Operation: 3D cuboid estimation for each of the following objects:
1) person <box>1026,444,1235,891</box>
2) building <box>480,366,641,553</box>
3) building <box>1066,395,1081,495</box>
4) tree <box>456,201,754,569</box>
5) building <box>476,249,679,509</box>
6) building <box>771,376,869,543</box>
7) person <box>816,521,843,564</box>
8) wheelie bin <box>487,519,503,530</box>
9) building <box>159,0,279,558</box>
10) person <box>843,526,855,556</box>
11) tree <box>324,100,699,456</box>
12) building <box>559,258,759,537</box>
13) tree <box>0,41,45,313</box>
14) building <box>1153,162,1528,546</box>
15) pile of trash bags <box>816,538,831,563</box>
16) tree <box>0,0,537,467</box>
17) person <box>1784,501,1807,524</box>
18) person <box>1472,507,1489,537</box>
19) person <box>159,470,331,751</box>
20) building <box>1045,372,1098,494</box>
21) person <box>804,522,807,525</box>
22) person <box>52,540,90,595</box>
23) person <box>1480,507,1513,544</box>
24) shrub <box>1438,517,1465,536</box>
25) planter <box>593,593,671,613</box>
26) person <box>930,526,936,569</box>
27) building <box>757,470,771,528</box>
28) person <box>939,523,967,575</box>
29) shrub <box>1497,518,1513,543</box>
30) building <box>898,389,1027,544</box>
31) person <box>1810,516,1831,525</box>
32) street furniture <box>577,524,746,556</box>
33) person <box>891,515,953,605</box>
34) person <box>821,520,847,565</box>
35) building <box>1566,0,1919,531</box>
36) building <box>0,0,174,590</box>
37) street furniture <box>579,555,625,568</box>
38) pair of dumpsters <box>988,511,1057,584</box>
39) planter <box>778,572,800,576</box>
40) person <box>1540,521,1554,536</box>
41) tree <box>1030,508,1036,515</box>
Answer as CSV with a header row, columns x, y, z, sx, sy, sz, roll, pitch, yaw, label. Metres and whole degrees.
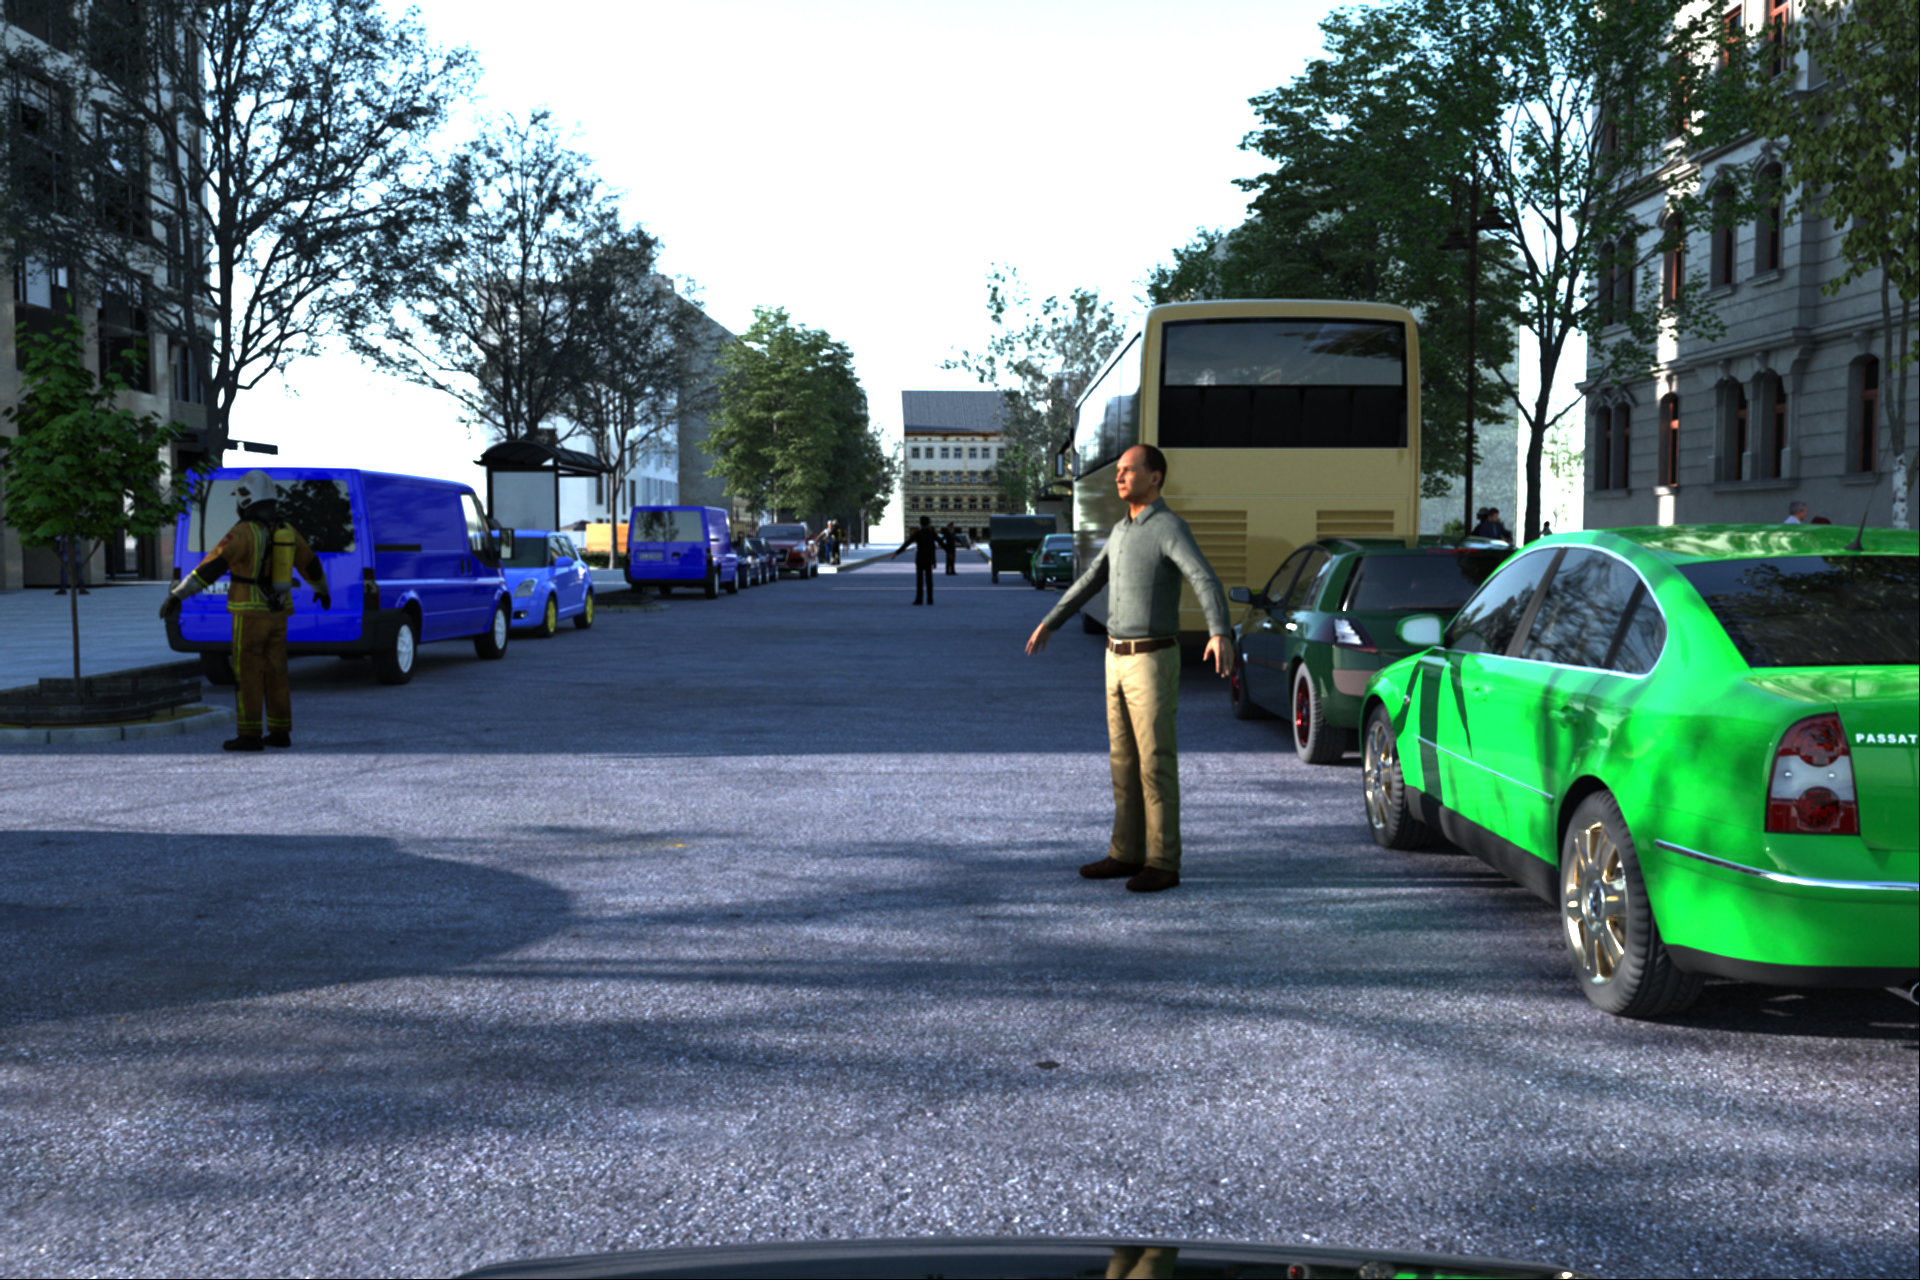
x,y,z,sx,sy,sz,roll,pitch,yaw,label
0.723,0.100,7.090,0.705,1.796,1.348,-2,4,-30,person
-22.769,-9.640,99.762,9.099,9.664,28.070,0,4,1,building
22.451,-22.984,206.715,19.493,23.208,18.063,0,4,0,building
-12.744,-9.366,63.511,12.009,13.543,11.850,0,3,0,tree
-25.896,-15.881,116.076,16.016,20.090,11.380,0,4,-1,building
-27.190,-24.040,237.034,27.936,21.610,32.646,0,3,0,building
-5.501,-4.141,73.565,1.347,1.847,0.705,0,4,-2,person
-9.661,-1.705,35.789,0.693,1.594,0.980,0,4,1,wheelie bin
-30.501,-18.780,53.165,12.429,33.558,17.177,0,4,0,building
-6.691,-5.812,101.825,1.217,1.733,0.721,2,4,29,person
-12.606,-8.508,49.478,12.009,13.543,11.850,0,3,0,tree
-26.766,-18.987,141.366,19.493,23.208,18.063,0,4,0,building
-12.373,-4.122,17.755,4.360,8.622,3.978,0,3,0,tree
22.379,-16.866,106.680,19.493,23.208,18.063,0,4,0,building
-6.662,-4.050,75.977,1.912,1.369,3.447,0,4,2,pile of trash bags
-12.239,-7.221,28.431,12.009,13.543,11.850,0,3,0,tree
10.839,-0.946,22.443,0.436,1.711,0.756,1,4,20,person
11.041,-1.881,36.615,0.704,1.845,1.351,-2,4,-23,person
-4.691,-0.204,11.555,0.705,1.858,1.354,2,4,27,person
25.390,-23.929,235.208,27.936,21.610,32.646,0,3,0,building
-7.300,-4.611,81.366,0.705,1.833,1.349,1,4,22,person
-18.844,-1.880,36.650,0.709,1.838,0.599,-3,4,-37,person
9.912,-1.549,31.825,0.683,1.767,0.568,-2,4,-33,person
22.850,-4.639,79.885,1.661,2.075,1.752,0,3,0,shrub
-6.479,-0.688,32.381,1.991,0.319,1.994,0,4,0,planter
-1.194,-3.770,70.823,1.216,1.740,0.721,-2,4,-32,person
-26.181,-15.759,199.814,9.099,9.664,28.070,0,4,0,building
-0.305,-3.185,60.472,0.705,1.837,1.347,3,5,44,person
20.042,-3.752,65.382,1.661,2.075,1.752,0,3,0,shrub
0.076,-26.238,262.382,18.063,23.208,19.493,0,4,-4,building
7.588,-0.378,15.397,0.989,1.438,0.599,-1,4,-13,person
-13.100,-4.115,74.128,11.010,1.723,9.812,3,5,42,street furniture
-0.733,-1.618,35.094,1.347,1.806,0.705,-2,4,-24,person
-5.124,-3.997,71.136,0.705,1.856,1.354,3,5,44,person
24.777,-15.454,40.061,14.401,28.519,23.554,0,4,0,building
-29.835,-13.696,27.128,19.350,26.588,34.151,0,4,-1,building
-12.968,-3.142,67.001,10.072,0.657,5.734,0,4,-3,street furniture
3.037,-2.779,50.388,4.436,2.255,1.574,0,4,0,pair of dumpsters
-6.465,-2.403,60.421,1.991,0.319,1.994,0,4,1,planter
19.715,-3.128,57.980,0.721,1.735,1.217,-2,4,-25,person
12.455,-19.036,261.600,4.737,8.622,4.395,0,3,0,tree
